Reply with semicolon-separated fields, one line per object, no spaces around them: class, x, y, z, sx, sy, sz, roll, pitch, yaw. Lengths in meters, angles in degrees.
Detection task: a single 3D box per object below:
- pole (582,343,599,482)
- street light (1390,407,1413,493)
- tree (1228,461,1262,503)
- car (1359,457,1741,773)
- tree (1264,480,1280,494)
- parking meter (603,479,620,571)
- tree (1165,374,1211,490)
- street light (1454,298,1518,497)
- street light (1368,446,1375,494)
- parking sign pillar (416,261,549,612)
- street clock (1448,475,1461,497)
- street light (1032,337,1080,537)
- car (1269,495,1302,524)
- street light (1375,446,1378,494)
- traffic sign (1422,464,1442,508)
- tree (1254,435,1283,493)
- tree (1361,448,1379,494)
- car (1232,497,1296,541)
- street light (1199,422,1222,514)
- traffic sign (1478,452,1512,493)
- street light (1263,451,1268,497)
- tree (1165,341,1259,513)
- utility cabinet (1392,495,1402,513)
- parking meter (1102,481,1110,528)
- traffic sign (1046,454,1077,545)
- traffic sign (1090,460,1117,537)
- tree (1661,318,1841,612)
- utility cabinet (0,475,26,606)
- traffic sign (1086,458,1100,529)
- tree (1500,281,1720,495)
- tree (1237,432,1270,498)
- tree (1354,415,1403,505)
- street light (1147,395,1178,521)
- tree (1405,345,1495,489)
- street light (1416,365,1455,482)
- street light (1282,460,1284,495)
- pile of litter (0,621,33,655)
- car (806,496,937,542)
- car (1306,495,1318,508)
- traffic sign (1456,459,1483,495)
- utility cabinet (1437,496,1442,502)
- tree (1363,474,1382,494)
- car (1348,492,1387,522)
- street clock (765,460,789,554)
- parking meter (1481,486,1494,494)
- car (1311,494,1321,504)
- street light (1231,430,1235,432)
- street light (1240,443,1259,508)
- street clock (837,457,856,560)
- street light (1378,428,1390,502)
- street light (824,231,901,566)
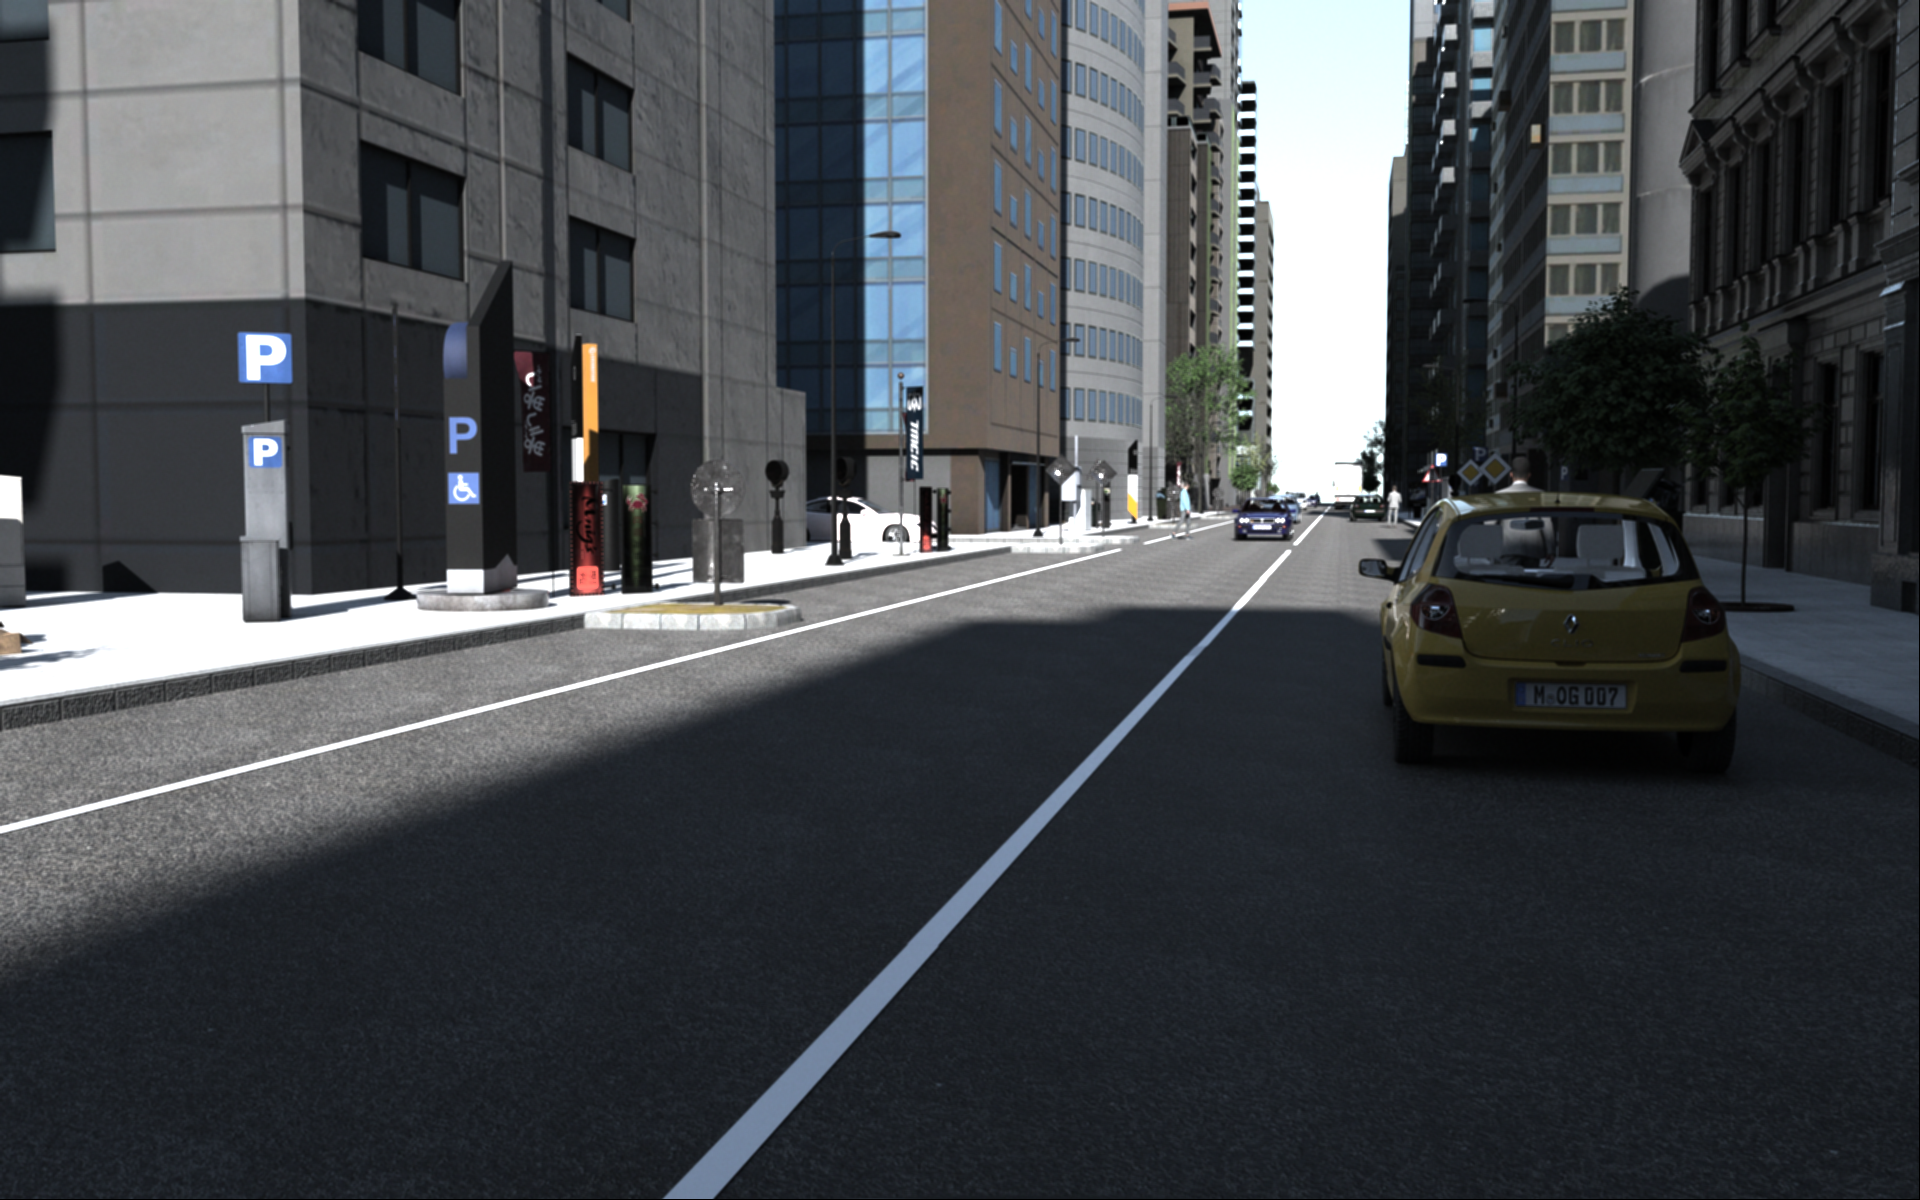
pole;-5.027;-1.821;23.612;0.158;3.312;0.155;0;3;0
street light;23.871;-7.336;92.482;1.470;5.913;1.316;1;4;12
tree;27.935;-11.371;169.636;4.285;4.588;4.351;0;3;0
car;3.440;-0.013;10.441;2.015;1.641;3.980;1;4;12
tree;41.494;-14.520;232.006;1.663;3.219;1.824;0;3;0
parking meter;-5.854;-1.249;28.837;0.372;1.533;0.369;0;3;0
tree;13.427;-9.482;105.385;4.360;8.622;3.978;0;3;0
street light;12.568;-4.188;41.007;1.470;5.913;1.316;1;4;12
street light;40.128;-11.834;166.027;1.470;5.913;1.316;1;4;12
parking sign pillar;-5.388;-1.896;19.465;1.447;3.967;1.447;0;4;2
street clock;18.433;-3.669;64.560;0.358;2.002;0.471;-2;4;-24
street light;2.866;-4.837;51.619;1.470;5.913;1.316;1;4;12
car;15.663;-4.427;84.388;2.014;1.417;4.499;1;4;14
street light;33.421;-9.974;135.623;1.470;5.913;1.316;1;4;12
traffic sign;20.645;-4.631;75.724;0.884;2.594;0.081;1;4;18
tree;37.501;-15.993;211.842;4.360;8.622;3.978;0;3;0
tree;63.996;-19.657;271.748;4.737;8.622;4.395;0;3;0
car;9.551;-2.552;54.311;1.945;1.354;3.894;1;4;12
street light;16.134;-8.502;111.548;1.470;5.913;1.316;1;4;12
traffic sign;12.730;-2.301;41.265;0.795;2.450;0.064;1;4;12
street light;32.543;-13.108;186.854;1.470;5.913;1.316;1;4;12
tree;16.503;-11.767;118.149;9.928;11.665;9.643;0;3;0
utility cabinet;30.320;-6.664;120.124;0.306;1.237;1.020;3;4;38
parking meter;5.473;-3.617;64.845;0.255;1.863;0.399;0;4;-5
traffic sign;2.535;-2.439;43.525;0.795;2.450;0.064;1;4;12
traffic sign;4.254;-2.916;51.323;0.795;2.450;0.064;1;4;12
tree;8.631;-1.511;19.307;1.663;3.219;1.824;0;3;0
utility cabinet;-10.959;-0.692;19.985;0.318;1.500;1.173;-2;4;-29
traffic sign;5.011;-3.867;63.233;0.884;2.594;0.081;1;4;13
tree;10.229;-2.630;26.717;4.285;4.588;4.351;0;3;0
tree;33.555;-15.212;199.078;4.737;8.622;4.395;0;3;0
tree;50.025;-16.539;204.825;7.601;10.594;8.767;-1;4;-16
street light;9.529;-6.669;81.577;1.470;5.913;1.316;1;4;12
tree;24.475;-8.328;86.524;4.737;8.622;4.395;0;3;0
street light;17.274;-5.483;62.186;1.470;5.913;1.316;1;4;12
street light;43.744;-16.203;237.463;1.470;5.913;1.316;1;4;12
pile of litter;-8.086;0.003;13.921;1.176;0.858;1.719;0;4;-5
car;-2.950;-2.155;47.600;4.827;1.381;2.083;1;4;12
car;36.770;-10.400;182.612;1.945;1.354;3.894;1;4;12
traffic sign;14.449;-2.778;49.063;0.795;2.450;0.064;1;4;12
utility cabinet;22.179;-4.200;79.833;0.306;1.237;1.020;0;4;7
tree;61.063;-16.745;257.500;4.285;4.588;4.351;0;3;0
car;21.244;-4.919;90.207;2.009;1.686;4.222;1;4;10
street clock;-3.917;-1.991;37.130;0.471;2.002;0.358;2;4;32
parking meter;16.033;-2.710;52.715;0.372;1.533;0.369;0;3;0
car;53.967;-15.383;263.506;2.014;1.417;4.499;1;4;12
street light;19.280;-9.400;126.228;1.470;5.913;1.316;1;4;12
street light;26.012;-11.248;156.452;1.470;5.913;1.316;1;4;12
street clock;-2.256;-1.799;33.991;0.358;2.002;0.471;-3;4;-39
street light;30.517;-9.168;122.444;1.470;5.913;1.316;1;4;12
street light;-1.728;-3.564;30.818;1.470;5.913;1.316;1;4;12
